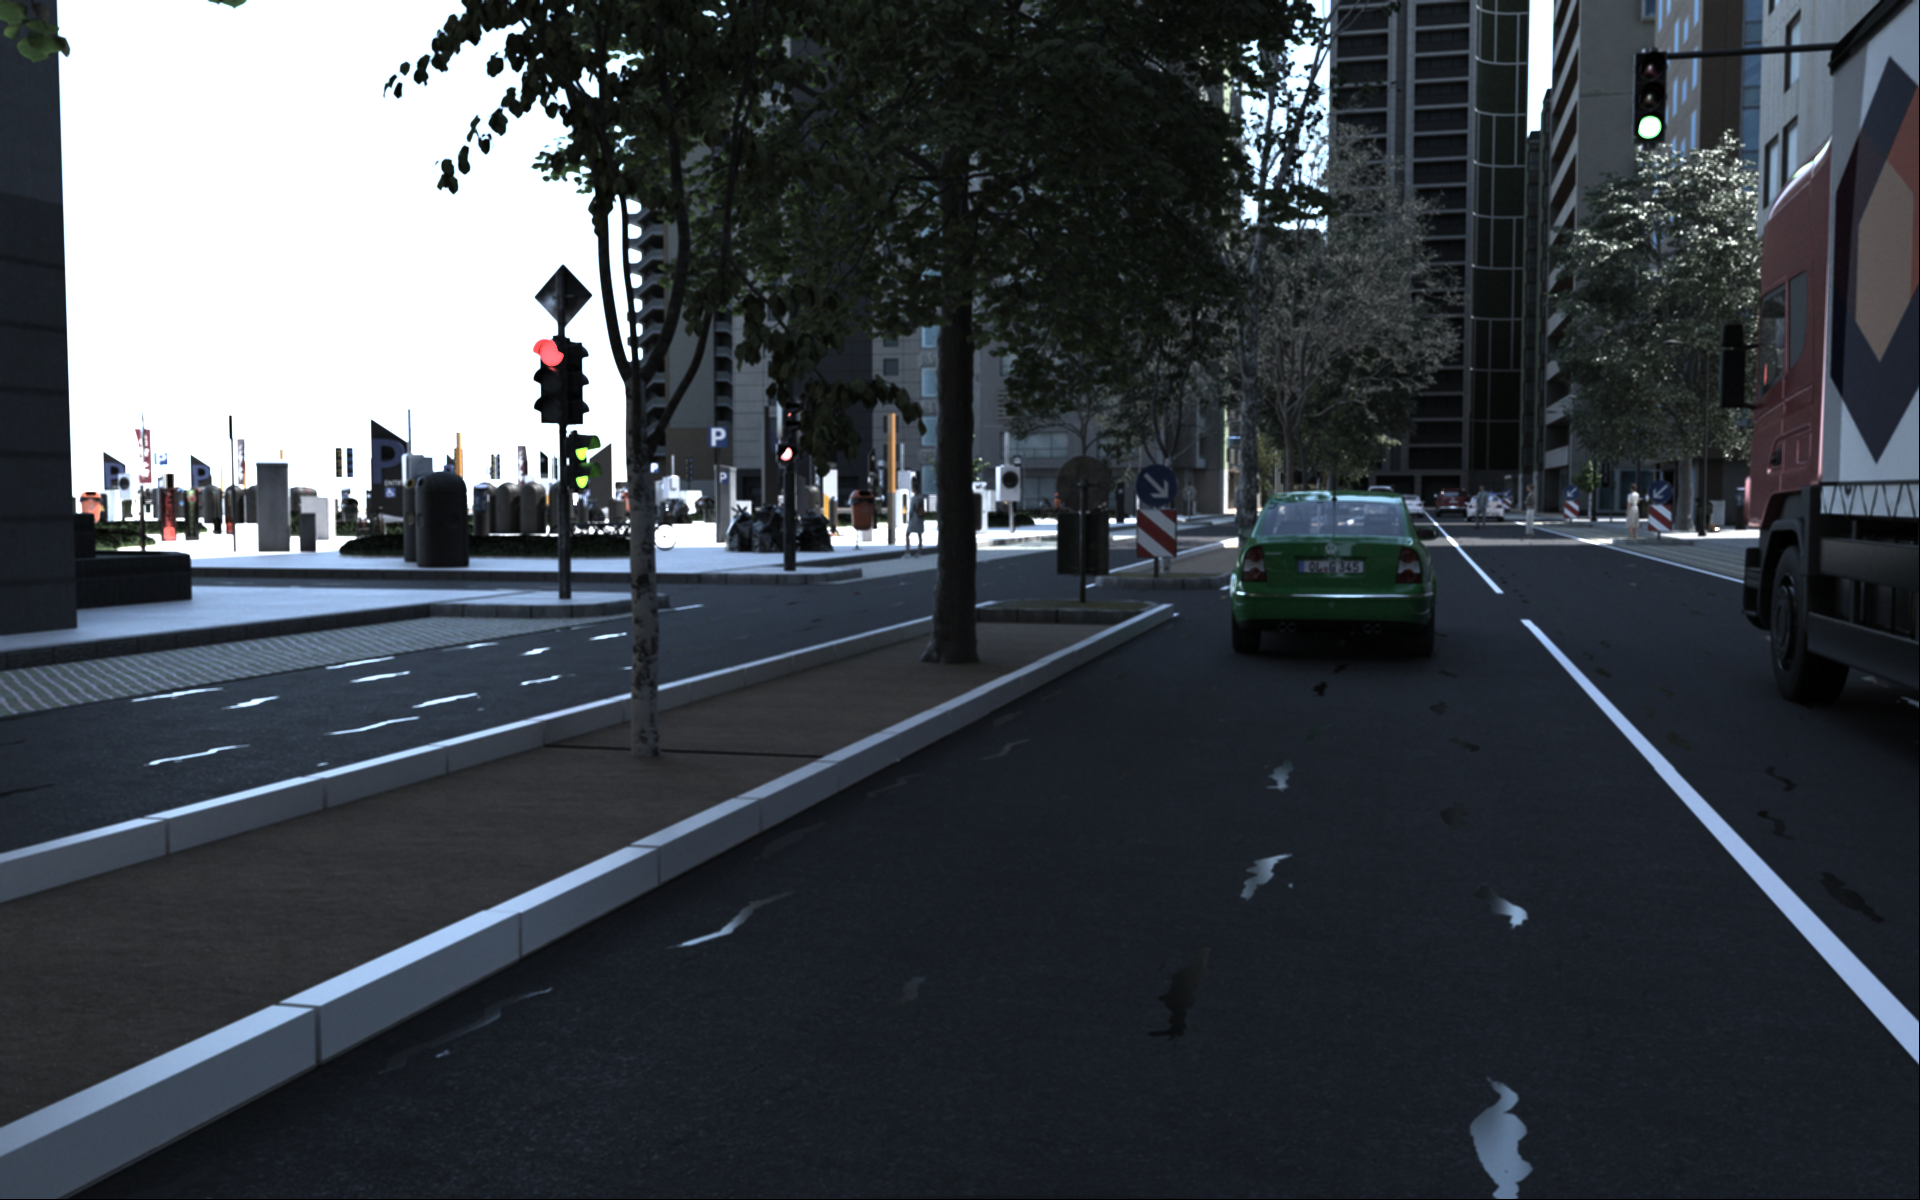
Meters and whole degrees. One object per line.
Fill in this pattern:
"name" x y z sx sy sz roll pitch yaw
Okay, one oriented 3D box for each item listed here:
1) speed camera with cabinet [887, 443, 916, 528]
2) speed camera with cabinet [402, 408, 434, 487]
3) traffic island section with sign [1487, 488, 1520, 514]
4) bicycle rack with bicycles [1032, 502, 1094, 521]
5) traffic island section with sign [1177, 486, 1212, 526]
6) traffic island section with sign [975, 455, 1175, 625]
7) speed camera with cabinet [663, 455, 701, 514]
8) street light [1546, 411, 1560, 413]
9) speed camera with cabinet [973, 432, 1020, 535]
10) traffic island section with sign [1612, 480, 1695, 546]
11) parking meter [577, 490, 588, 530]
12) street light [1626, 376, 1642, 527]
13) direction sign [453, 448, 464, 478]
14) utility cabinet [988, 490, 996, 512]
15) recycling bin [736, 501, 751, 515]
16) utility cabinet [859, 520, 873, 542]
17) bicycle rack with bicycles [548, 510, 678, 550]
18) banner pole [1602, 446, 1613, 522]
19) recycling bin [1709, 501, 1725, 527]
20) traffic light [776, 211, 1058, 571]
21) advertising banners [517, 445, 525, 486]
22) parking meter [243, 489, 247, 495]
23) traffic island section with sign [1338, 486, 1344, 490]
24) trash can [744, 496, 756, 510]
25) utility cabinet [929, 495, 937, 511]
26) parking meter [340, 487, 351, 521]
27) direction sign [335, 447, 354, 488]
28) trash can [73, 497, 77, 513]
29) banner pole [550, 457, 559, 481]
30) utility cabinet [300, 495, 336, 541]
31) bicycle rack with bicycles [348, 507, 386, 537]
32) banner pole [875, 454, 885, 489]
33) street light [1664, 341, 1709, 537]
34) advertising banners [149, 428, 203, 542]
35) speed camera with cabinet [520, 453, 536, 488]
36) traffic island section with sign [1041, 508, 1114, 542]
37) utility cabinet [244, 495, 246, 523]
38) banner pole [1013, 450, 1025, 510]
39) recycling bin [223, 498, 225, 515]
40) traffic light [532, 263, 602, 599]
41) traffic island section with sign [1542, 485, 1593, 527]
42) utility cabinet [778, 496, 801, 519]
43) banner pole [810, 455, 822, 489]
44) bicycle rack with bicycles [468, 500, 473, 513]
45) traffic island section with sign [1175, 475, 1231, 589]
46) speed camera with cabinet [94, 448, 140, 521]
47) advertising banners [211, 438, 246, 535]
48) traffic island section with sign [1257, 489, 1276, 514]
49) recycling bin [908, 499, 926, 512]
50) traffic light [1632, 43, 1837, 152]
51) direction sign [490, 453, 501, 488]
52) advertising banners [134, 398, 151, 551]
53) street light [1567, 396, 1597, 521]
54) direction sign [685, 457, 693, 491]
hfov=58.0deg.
"speed camera with cabinet" -2.243 -4.435 66.854 0.660 3.252 2.038 1 4 15
"speed camera with cabinet" -12.176 -2.765 39.539 0.660 3.252 2.038 -2 4 -32
"traffic island section with sign" 38.792 -7.018 123.367 1.989 1.847 2.006 1 4 14
"bicycle rack with bicycles" 5.052 -4.296 83.617 2.925 0.926 2.852 0 4 8
"traffic island section with sign" 10.555 -4.337 79.540 1.989 1.847 2.006 1 4 14
"traffic island section with sign" 1.302 -0.722 19.938 2.006 1.907 1.989 1 4 14
"speed camera with cabinet" -14.258 -5.781 88.857 2.038 3.252 0.660 -3 5 -44
"street light" 33.407 -7.591 96.659 1.470 5.913 1.316 1 4 14
"speed camera with cabinet" 0.862 -3.710 54.993 2.038 3.252 0.660 -1 4 -13
"traffic island section with sign" 19.538 -2.463 48.900 1.989 1.847 2.006 1 4 14
"parking meter" -13.624 -3.312 62.560 0.372 1.533 0.369 0 3 0
"street light" 25.684 -5.774 66.952 1.470 5.913 1.316 1 4 14
"direction sign" -24.643 -5.701 85.200 0.379 3.537 0.876 1 4 16
"utility cabinet" 1.783 -5.373 96.532 0.318 1.500 1.173 0 4 -7
"recycling bin" -8.489 -3.306 66.604 0.722 1.027 0.722 -2 4 -30
"utility cabinet" -2.532 -2.153 46.365 0.306 1.237 1.020 -1 4 -9
"bicycle rack with bicycles" -7.877 -1.582 39.240 2.925 0.926 2.852 -1 4 -14
"banner pole" 29.377 -5.412 78.497 0.863 3.779 0.401 -2 4 -26
"recycling bin" 29.247 -3.349 67.307 0.722 1.027 0.722 1 4 8
"traffic light" -0.785 -3.285 28.382 4.771 5.953 1.251 1 4 14
"advertising banners" -16.129 -4.021 61.933 2.074 3.025 0.090 3 5 41
"parking meter" -33.928 -4.498 81.958 0.372 1.533 0.369 0 3 0
"traffic island section with sign" 21.979 -5.610 99.862 2.006 1.907 1.989 1 4 14
"trash can" -12.902 -5.805 106.560 0.748 1.137 0.748 0 3 0
"utility cabinet" -1.138 -4.920 91.598 1.020 1.237 0.306 0 4 -1
"parking meter" -22.266 -3.328 62.830 0.372 1.533 0.369 0 3 0
"direction sign" -29.779 -5.617 83.840 0.876 3.537 0.379 0 4 -3
"trash can" -50.637 -5.319 98.616 0.748 1.137 0.748 0 3 0
"banner pole" -24.105 -6.954 103.710 0.863 3.779 0.401 0 4 -3
"utility cabinet" -17.793 -2.255 48.037 1.020 1.237 0.306 2 4 26
"bicycle rack with bicycles" -15.386 -2.055 46.984 2.852 0.926 2.925 0 4 -3
"banner pole" -5.010 -7.114 106.336 0.863 3.779 0.401 1 4 17
"street light" 21.997 -4.889 52.471 1.470 5.913 1.316 1 4 14
"advertising banners" -21.357 -3.091 46.729 0.090 3.025 2.074 2 4 26
"speed camera with cabinet" -21.470 -5.526 84.678 0.660 3.252 2.038 -3 5 -41
"traffic island section with sign" 3.625 -2.699 52.763 1.989 1.847 2.006 1 4 14
"utility cabinet" -31.821 -4.035 77.141 0.306 1.237 1.020 3 5 42
"banner pole" 3.443 -6.669 99.059 0.863 3.779 0.401 0 4 -2
"recycling bin" -44.723 -5.705 105.827 0.722 1.027 0.722 3 5 42
"traffic light" -4.833 -1.971 21.141 0.839 4.253 0.868 1 4 14
"traffic island section with sign" 26.293 -4.059 74.998 1.989 1.847 2.006 1 4 14
"utility cabinet" -5.806 -2.853 57.801 1.020 1.237 0.306 1 4 20
"banner pole" -7.995 -6.440 95.309 0.863 3.779 0.401 1 4 15
"bicycle rack with bicycles" -29.876 -5.473 102.862 2.852 0.926 2.925 2 4 30
"traffic island section with sign" 3.166 -1.160 27.107 2.006 1.907 1.989 1 4 14
"speed camera with cabinet" -36.398 -4.918 74.737 2.038 3.252 0.660 1 4 19
"advertising banners" -23.021 -3.568 54.526 2.074 3.025 0.090 3 4 38
"traffic island section with sign" 22.949 -7.268 127.461 1.989 1.847 2.006 1 4 14
"recycling bin" -2.246 -4.802 91.068 0.722 1.027 0.722 2 4 27
"traffic light" 9.207 -2.613 17.394 4.771 5.953 1.251 1 4 14
"direction sign" -25.835 -6.387 96.419 0.876 3.537 0.379 3 4 38
"advertising banners" -15.362 -2.222 32.515 0.090 3.025 2.074 -2 4 -27
"street light" 29.580 -6.708 82.214 1.470 5.913 1.316 1 4 14
"direction sign" -16.572 -6.969 105.943 0.379 3.537 0.876 -3 4 -37
